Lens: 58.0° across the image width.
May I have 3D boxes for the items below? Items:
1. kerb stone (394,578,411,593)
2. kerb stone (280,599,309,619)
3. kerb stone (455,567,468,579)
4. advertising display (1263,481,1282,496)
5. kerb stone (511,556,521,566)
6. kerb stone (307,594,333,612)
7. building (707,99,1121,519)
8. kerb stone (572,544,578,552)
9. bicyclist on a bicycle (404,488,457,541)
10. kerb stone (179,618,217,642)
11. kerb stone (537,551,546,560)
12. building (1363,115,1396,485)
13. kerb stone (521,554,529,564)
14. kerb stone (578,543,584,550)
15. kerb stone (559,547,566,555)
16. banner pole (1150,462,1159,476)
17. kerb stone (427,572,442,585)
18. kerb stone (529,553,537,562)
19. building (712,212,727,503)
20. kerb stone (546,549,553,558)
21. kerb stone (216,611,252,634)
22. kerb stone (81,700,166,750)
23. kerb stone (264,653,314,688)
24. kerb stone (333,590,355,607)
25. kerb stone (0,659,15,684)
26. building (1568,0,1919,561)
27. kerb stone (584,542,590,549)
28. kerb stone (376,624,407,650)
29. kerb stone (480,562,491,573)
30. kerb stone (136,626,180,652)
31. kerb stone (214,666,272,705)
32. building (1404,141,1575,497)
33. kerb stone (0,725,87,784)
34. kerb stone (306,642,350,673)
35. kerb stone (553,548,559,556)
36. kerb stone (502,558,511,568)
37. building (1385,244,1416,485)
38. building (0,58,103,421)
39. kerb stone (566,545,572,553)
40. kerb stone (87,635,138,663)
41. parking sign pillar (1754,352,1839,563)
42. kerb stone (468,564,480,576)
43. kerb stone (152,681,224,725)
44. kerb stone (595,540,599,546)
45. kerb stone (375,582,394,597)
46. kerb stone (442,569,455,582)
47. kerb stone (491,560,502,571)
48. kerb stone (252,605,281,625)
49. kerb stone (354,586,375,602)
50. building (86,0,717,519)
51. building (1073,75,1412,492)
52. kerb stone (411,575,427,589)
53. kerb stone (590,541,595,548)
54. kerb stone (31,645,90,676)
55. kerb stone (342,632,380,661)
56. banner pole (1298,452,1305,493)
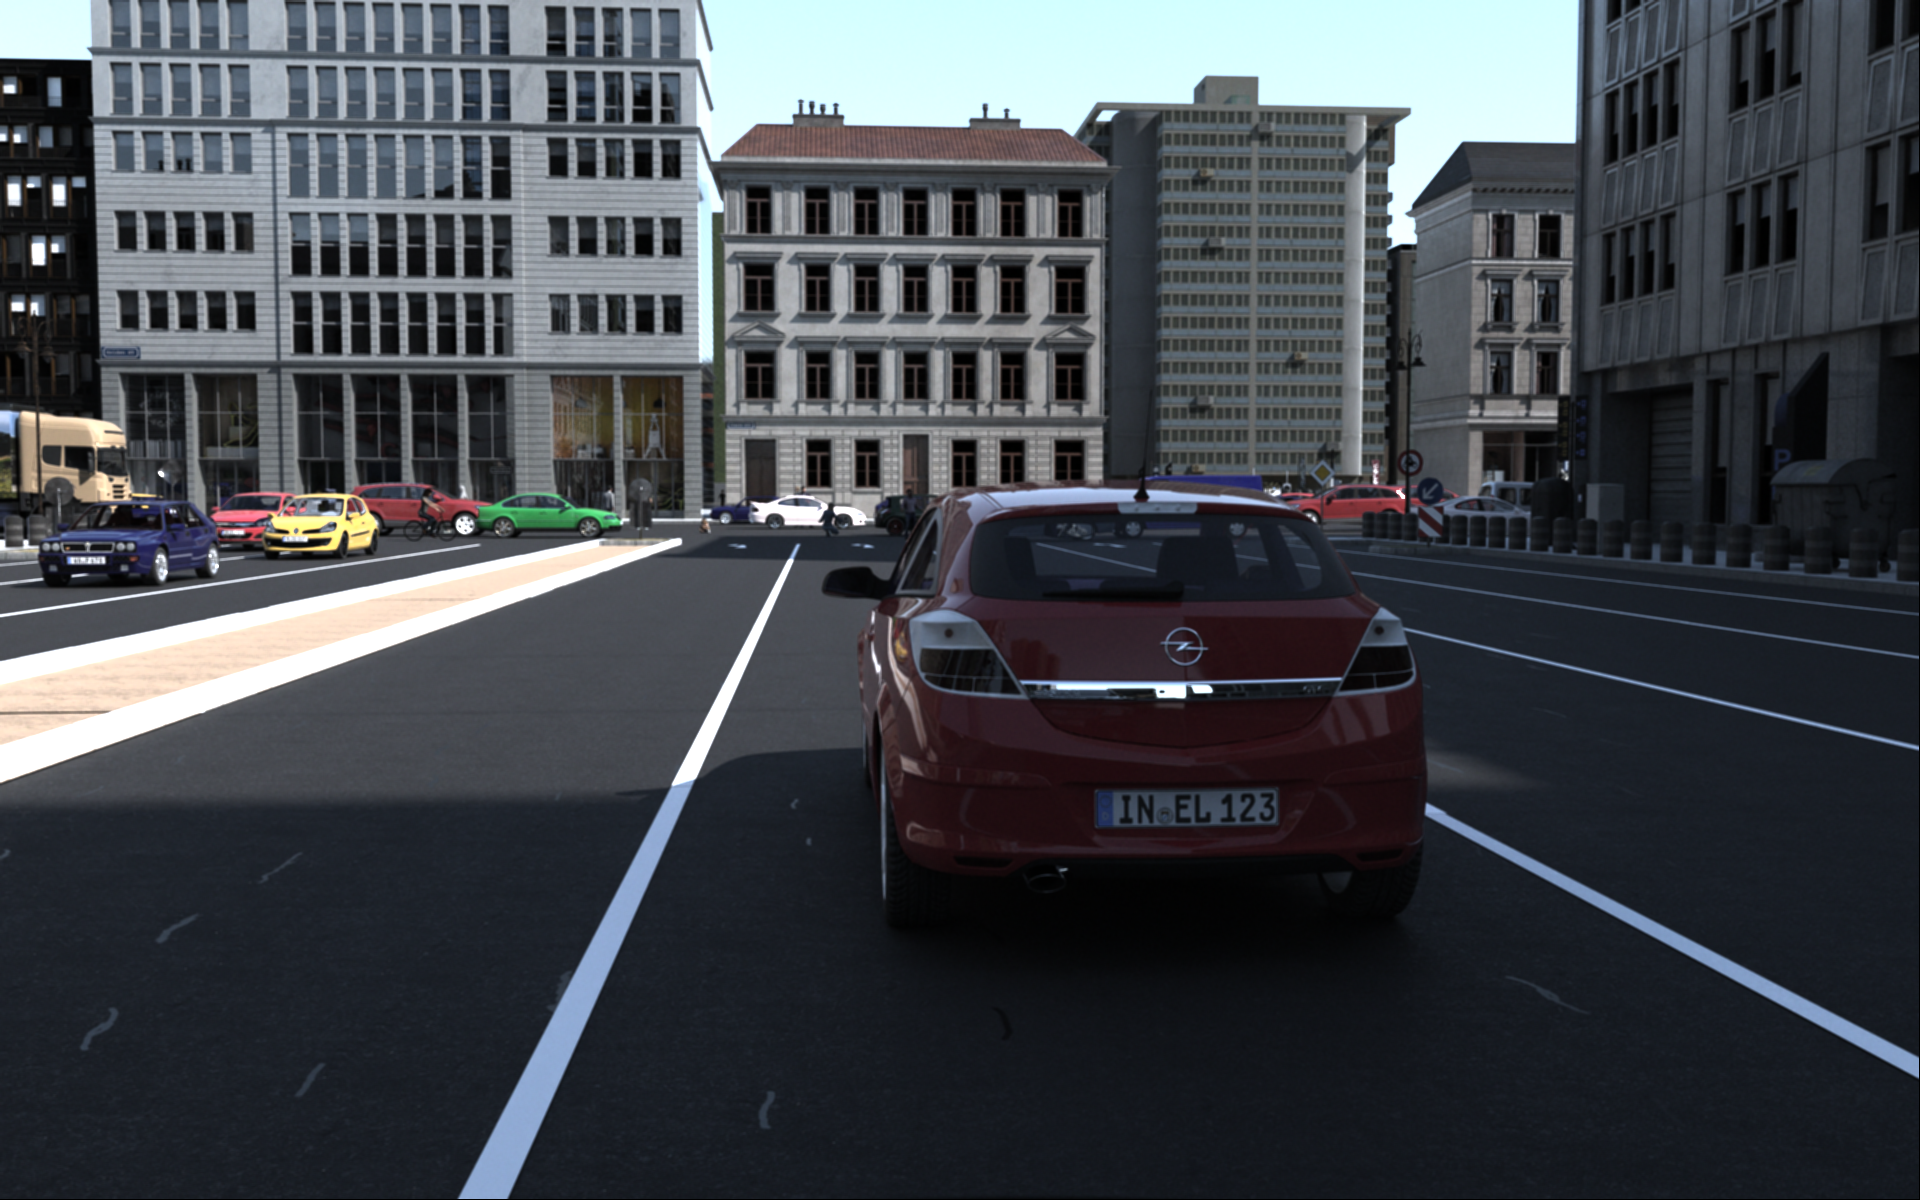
[{"bbox_3d":[-8.235,-0.190,25.302,0.120,0.150,1.000,0,4,-5],"label":"kerb stone"},{"bbox_3d":[-7.830,0.124,20.179,0.120,0.150,1.000,0,4,-5],"label":"kerb stone"},{"bbox_3d":[-8.559,-0.441,29.408,0.120,0.150,1.000,0,4,-5],"label":"kerb stone"},{"bbox_3d":[16.020,-5.117,88.870,0.974,1.923,0.123,-1,4,-9],"label":"advertising display"},{"bbox_3d":[-8.966,-0.755,34.547,0.120,0.150,1.000,0,4,-5],"label":"kerb stone"},{"bbox_3d":[-7.909,0.061,21.203,0.120,0.150,1.000,0,4,-5],"label":"kerb stone"},{"bbox_3d":[-2.690,-15.800,94.487,21.152,22.565,11.583,0,4,-5],"label":"building"},{"bbox_3d":[-9.619,-1.259,42.773,0.120,0.150,1.000,0,4,-5],"label":"kerb stone"},{"bbox_3d":[-16.183,-2.623,52.907,1.625,1.676,1.499,0,4,-3],"label":"bicyclist on a bicycle"},{"bbox_3d":[-7.592,0.316,17.093,0.120,0.150,1.000,0,4,-5],"label":"kerb stone"},{"bbox_3d":[-9.202,-0.941,37.632,0.120,0.150,1.000,0,4,-5],"label":"kerb stone"},{"bbox_3d":[40.808,-33.666,200.553,14.200,45.320,14.600,0,4,-5],"label":"building"},{"bbox_3d":[-9.050,-0.818,35.571,0.120,0.150,1.000,0,4,-5],"label":"kerb stone"},{"bbox_3d":[-9.701,-1.322,43.809,0.120,0.150,1.000,0,4,-5],"label":"kerb stone"},{"bbox_3d":[-9.449,-1.131,40.719,0.120,0.150,1.000,0,4,-5],"label":"kerb stone"},{"bbox_3d":[15.048,-8.824,134.288,0.863,3.779,0.401,1,4,19],"label":"banner pole"},{"bbox_3d":[-8.392,-0.314,27.356,0.120,0.150,1.000,0,4,-5],"label":"kerb stone"},{"bbox_3d":[-9.130,-0.874,36.607,0.120,0.150,1.000,0,4,-5],"label":"kerb stone"},{"bbox_3d":[-37.916,-34.779,252.235,14.086,41.232,14.154,0,4,-5],"label":"building"},{"bbox_3d":[-9.290,-1.008,38.670,0.120,0.150,1.000,0,4,-5],"label":"kerb stone"},{"bbox_3d":[-7.663,0.249,18.123,0.120,0.150,1.000,0,4,-5],"label":"kerb stone"},{"bbox_3d":[-4.929,0.736,10.169,0.120,0.150,1.000,0,4,-5],"label":"kerb stone"},{"bbox_3d":[-5.173,0.547,13.254,0.120,0.150,1.000,0,4,-5],"label":"kerb stone"},{"bbox_3d":[-7.990,-0.002,22.227,0.120,0.150,1.000,0,4,-5],"label":"kerb stone"},{"bbox_3d":[-7.257,0.565,12.992,0.120,0.150,1.000,0,4,-5],"label":"kerb stone"},{"bbox_3d":[22.947,-13.332,36.006,12.078,24.808,19.932,0,4,-5],"label":"building"},{"bbox_3d":[-9.777,-1.383,44.835,0.120,0.150,1.000,0,4,-5],"label":"kerb stone"},{"bbox_3d":[-5.419,0.363,16.336,0.120,0.150,1.000,0,4,-5],"label":"kerb stone"},{"bbox_3d":[-8.719,-0.567,31.465,0.120,0.150,1.000,0,4,-5],"label":"kerb stone"},{"bbox_3d":[-7.506,0.381,16.070,0.120,0.150,1.000,0,4,-5],"label":"kerb stone"},{"bbox_3d":[-5.095,0.610,12.229,0.120,0.150,1.000,0,4,-5],"label":"kerb stone"},{"bbox_3d":[28.076,-15.015,96.405,40.483,20.767,10.553,0,4,-5],"label":"building"},{"bbox_3d":[-4.850,0.801,9.144,0.120,0.150,1.000,0,4,-5],"label":"kerb stone"},{"bbox_3d":[-5.252,0.484,14.279,0.120,0.150,1.000,0,4,-5],"label":"kerb stone"},{"bbox_3d":[-9.379,-1.070,39.694,0.120,0.150,1.000,0,4,-5],"label":"kerb stone"},{"bbox_3d":[-8.884,-0.693,33.523,0.120,0.150,1.000,0,4,-5],"label":"kerb stone"},{"bbox_3d":[55.453,-26.277,201.329,14.107,30.474,14.160,0,4,-5],"label":"building"},{"bbox_3d":[-51.215,-16.031,91.792,15.834,23.373,12.332,0,4,-5],"label":"building"},{"bbox_3d":[-9.543,-1.195,41.748,0.120,0.150,1.000,0,4,-5],"label":"kerb stone"},{"bbox_3d":[-7.424,0.442,15.041,0.120,0.150,1.000,0,4,-5],"label":"kerb stone"},{"bbox_3d":[15.825,-2.703,32.668,1.447,3.967,1.447,-3,4,-38],"label":"parking sign pillar"},{"bbox_3d":[-8.638,-0.503,30.440,0.120,0.150,1.000,0,4,-5],"label":"kerb stone"},{"bbox_3d":[-5.011,0.672,11.201,0.120,0.150,1.000,0,4,-5],"label":"kerb stone"},{"bbox_3d":[-9.947,-1.510,46.885,0.120,0.150,1.000,0,4,-5],"label":"kerb stone"},{"bbox_3d":[-8.151,-0.124,24.278,0.120,0.150,1.000,0,4,-5],"label":"kerb stone"},{"bbox_3d":[-8.490,-0.378,28.383,0.120,0.150,1.000,0,4,-5],"label":"kerb stone"},{"bbox_3d":[-8.800,-0.630,32.495,0.120,0.150,1.000,0,4,-5],"label":"kerb stone"},{"bbox_3d":[-7.752,0.195,19.154,0.120,0.150,1.000,0,4,-5],"label":"kerb stone"},{"bbox_3d":[-8.078,-0.064,23.253,0.120,0.150,1.000,0,4,-5],"label":"kerb stone"},{"bbox_3d":[-28.352,-19.232,91.940,29.804,29.767,11.434,0,4,-5],"label":"building"},{"bbox_3d":[23.390,-28.950,165.213,32.217,40.220,23.993,0,4,-5],"label":"building"},{"bbox_3d":[-8.317,-0.248,26.331,0.120,0.150,1.000,0,4,-5],"label":"kerb stone"},{"bbox_3d":[-9.860,-1.447,45.861,0.120,0.150,1.000,0,4,-5],"label":"kerb stone"},{"bbox_3d":[-7.339,0.500,14.017,0.120,0.150,1.000,0,4,-5],"label":"kerb stone"},{"bbox_3d":[-5.338,0.421,15.308,0.120,0.150,1.000,0,4,-5],"label":"kerb stone"},{"bbox_3d":[20.296,-6.917,103.112,0.863,3.779,0.401,-3,5,-43],"label":"banner pole"}]
